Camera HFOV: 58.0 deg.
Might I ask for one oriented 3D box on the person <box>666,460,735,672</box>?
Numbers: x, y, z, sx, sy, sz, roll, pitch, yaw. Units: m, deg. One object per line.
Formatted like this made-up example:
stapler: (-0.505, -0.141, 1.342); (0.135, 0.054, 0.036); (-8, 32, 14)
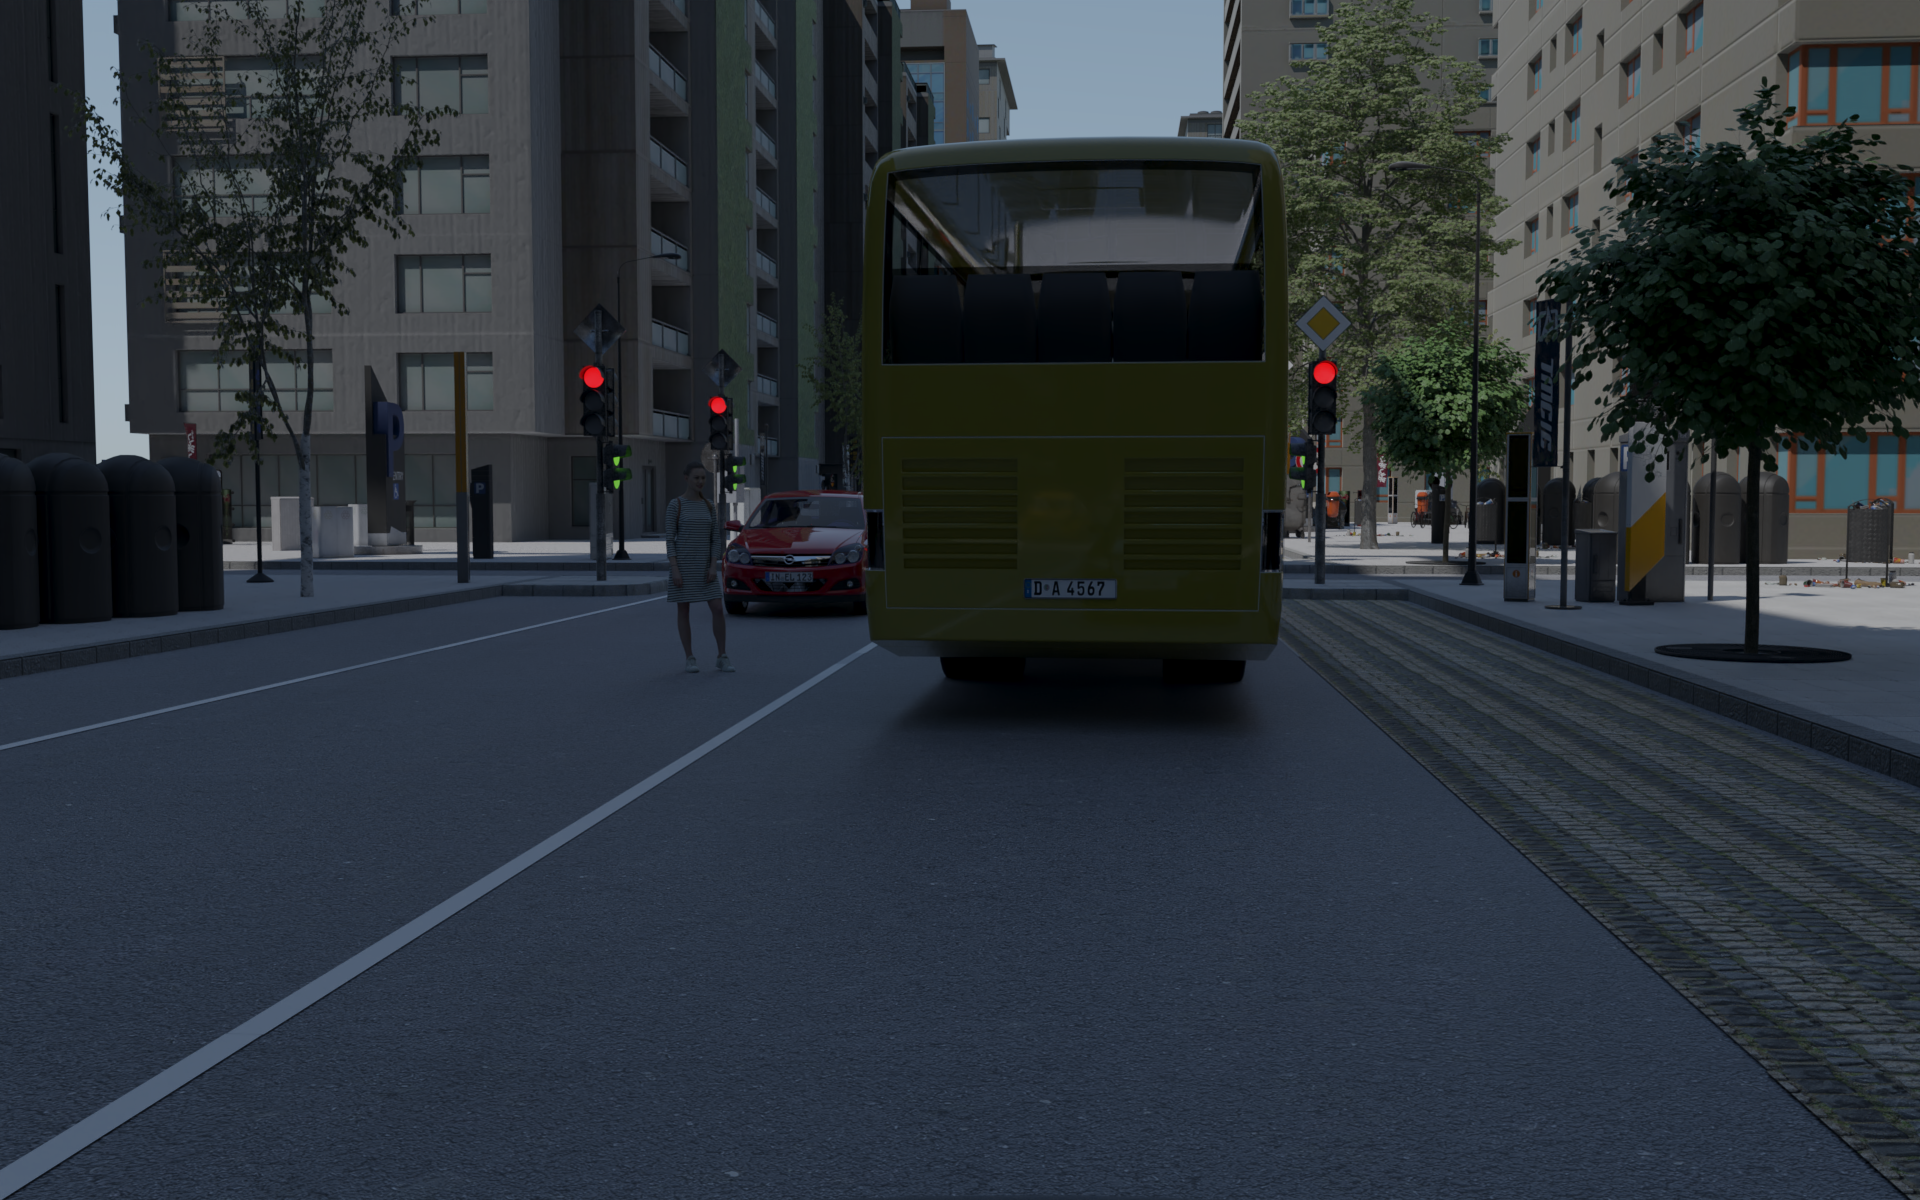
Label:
person: (-2.141, -0.274, 13.992); (0.512, 1.701, 0.522); (-2, 4, -32)

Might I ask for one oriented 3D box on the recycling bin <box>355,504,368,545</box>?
recycling bin: (-14.687, -1.857, 42.918); (0.722, 1.027, 0.722); (-3, 4, -36)

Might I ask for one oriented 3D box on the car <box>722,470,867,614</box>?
car: (-1.843, -0.794, 22.018); (2.155, 1.783, 4.494); (0, 4, 3)

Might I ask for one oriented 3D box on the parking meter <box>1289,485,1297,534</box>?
parking meter: (10.757, -3.100, 56.402); (0.399, 1.863, 0.255); (1, 4, 18)

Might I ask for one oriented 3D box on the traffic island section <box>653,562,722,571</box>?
traffic island section: (-4.623, -0.695, 33.649); (2.009, 0.180, 2.903); (0, 4, 5)

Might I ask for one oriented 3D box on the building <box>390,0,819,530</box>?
building: (-14.142, -23.811, 72.903); (14.154, 41.232, 14.086); (0, 4, 5)

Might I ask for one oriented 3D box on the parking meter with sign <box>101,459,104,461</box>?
parking meter with sign: (-43.862, -5.586, 87.586); (1.738, 3.016, 0.543); (1, 4, 13)

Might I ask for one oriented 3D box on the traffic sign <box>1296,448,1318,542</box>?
traffic sign: (9.282, -2.803, 45.928); (0.768, 2.556, 0.104); (1, 4, 11)

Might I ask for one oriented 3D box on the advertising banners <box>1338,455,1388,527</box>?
advertising banners: (15.905, -4.413, 68.346); (2.074, 3.025, 0.090); (1, 4, 22)

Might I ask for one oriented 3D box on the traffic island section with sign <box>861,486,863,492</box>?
traffic island section with sign: (-2.784, -2.787, 54.190); (1.989, 1.847, 2.006); (0, 4, 5)

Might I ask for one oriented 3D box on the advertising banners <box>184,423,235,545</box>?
advertising banners: (-18.821, -2.889, 43.424); (0.090, 3.025, 2.074); (1, 4, 8)

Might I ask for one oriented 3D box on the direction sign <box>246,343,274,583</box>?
direction sign: (-10.176, -2.023, 25.080); (0.379, 3.537, 0.876); (-2, 4, -31)

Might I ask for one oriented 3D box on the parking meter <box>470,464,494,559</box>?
parking meter: (-9.470, -1.748, 34.297); (0.399, 1.863, 0.255); (0, 4, 5)

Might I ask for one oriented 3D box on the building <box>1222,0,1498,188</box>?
building: (30.905, -30.914, 129.143); (21.300, 48.544, 21.600); (0, 4, 5)

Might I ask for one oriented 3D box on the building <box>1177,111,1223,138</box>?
building: (43.734, -39.468, 234.540); (28.713, 52.752, 27.495); (0, 4, 5)

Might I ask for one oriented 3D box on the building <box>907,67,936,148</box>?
building: (-9.331, -21.111, 116.865); (14.160, 30.474, 14.107); (0, 4, 5)

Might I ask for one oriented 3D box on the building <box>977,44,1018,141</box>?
building: (-8.042, -37.939, 209.533); (28.713, 52.752, 27.495); (0, 4, 5)

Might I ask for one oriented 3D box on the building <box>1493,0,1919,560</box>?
building: (31.759, -12.283, 45.868); (28.899, 21.520, 27.650); (0, 4, 5)

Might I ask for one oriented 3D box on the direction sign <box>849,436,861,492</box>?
direction sign: (-3.915, -4.653, 68.068); (0.876, 3.537, 0.379); (1, 4, 8)

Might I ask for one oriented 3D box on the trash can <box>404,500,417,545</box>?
trash can: (-12.658, -1.683, 39.165); (0.748, 1.137, 0.748); (0, 3, 0)

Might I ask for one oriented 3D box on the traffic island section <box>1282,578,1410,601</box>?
traffic island section: (5.162, -0.151, 24.753); (2.009, 0.180, 2.903); (0, 4, 5)

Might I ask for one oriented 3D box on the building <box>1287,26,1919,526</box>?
building: (31.516, -15.070, 91.439); (27.650, 21.520, 28.899); (0, 4, 5)

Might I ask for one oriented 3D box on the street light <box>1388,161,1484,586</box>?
street light: (6.683, -3.167, 24.317); (1.470, 5.913, 1.316); (0, 4, 5)

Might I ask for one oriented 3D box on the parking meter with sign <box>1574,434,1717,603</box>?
parking meter with sign: (8.242, -1.491, 20.647); (1.738, 3.016, 0.543); (-1, 4, -11)

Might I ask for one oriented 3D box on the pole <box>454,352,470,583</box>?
pole: (-7.170, -1.902, 24.937); (0.158, 3.312, 0.155); (0, 3, 0)

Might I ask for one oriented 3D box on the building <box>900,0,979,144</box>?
building: (-5.704, -31.139, 159.232); (14.600, 45.320, 14.200); (0, 4, 5)

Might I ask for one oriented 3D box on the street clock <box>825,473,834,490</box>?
street clock: (-4.563, -3.427, 60.602); (0.358, 2.002, 0.471); (1, 4, 12)

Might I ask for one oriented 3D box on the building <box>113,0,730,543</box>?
building: (-14.488, -22.459, 50.802); (14.154, 41.232, 14.086); (0, 4, 5)

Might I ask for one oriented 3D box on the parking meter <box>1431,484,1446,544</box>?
parking meter: (12.400, -2.228, 44.843); (0.372, 1.533, 0.369); (0, 3, 0)

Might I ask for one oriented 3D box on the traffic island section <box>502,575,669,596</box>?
traffic island section: (-5.337, -0.209, 25.696); (2.009, 0.180, 2.903); (0, 4, 5)

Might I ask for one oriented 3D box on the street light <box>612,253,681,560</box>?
street light: (-6.055, -3.730, 33.533); (1.470, 5.913, 1.316); (0, 4, 5)

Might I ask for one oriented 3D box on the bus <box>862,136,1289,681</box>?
bus: (1.371, -1.509, 16.213); (2.896, 3.916, 12.252); (0, 4, 7)

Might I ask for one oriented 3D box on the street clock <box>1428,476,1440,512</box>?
street clock: (18.985, -3.966, 69.410); (0.471, 2.002, 0.358); (1, 4, 20)

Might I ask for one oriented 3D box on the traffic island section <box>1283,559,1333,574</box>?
traffic island section: (5.876, -0.638, 32.706); (2.009, 0.180, 2.903); (0, 4, 5)

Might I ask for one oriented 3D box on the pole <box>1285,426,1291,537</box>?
pole: (9.690, -3.522, 51.425); (0.158, 3.312, 0.155); (0, 3, 0)

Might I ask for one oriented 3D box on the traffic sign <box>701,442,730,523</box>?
traffic sign: (-5.853, -2.530, 41.472); (0.768, 2.556, 0.104); (1, 4, 13)

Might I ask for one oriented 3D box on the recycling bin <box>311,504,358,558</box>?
recycling bin: (-12.720, -1.369, 34.942); (0.722, 1.027, 0.722); (-3, 5, -43)
